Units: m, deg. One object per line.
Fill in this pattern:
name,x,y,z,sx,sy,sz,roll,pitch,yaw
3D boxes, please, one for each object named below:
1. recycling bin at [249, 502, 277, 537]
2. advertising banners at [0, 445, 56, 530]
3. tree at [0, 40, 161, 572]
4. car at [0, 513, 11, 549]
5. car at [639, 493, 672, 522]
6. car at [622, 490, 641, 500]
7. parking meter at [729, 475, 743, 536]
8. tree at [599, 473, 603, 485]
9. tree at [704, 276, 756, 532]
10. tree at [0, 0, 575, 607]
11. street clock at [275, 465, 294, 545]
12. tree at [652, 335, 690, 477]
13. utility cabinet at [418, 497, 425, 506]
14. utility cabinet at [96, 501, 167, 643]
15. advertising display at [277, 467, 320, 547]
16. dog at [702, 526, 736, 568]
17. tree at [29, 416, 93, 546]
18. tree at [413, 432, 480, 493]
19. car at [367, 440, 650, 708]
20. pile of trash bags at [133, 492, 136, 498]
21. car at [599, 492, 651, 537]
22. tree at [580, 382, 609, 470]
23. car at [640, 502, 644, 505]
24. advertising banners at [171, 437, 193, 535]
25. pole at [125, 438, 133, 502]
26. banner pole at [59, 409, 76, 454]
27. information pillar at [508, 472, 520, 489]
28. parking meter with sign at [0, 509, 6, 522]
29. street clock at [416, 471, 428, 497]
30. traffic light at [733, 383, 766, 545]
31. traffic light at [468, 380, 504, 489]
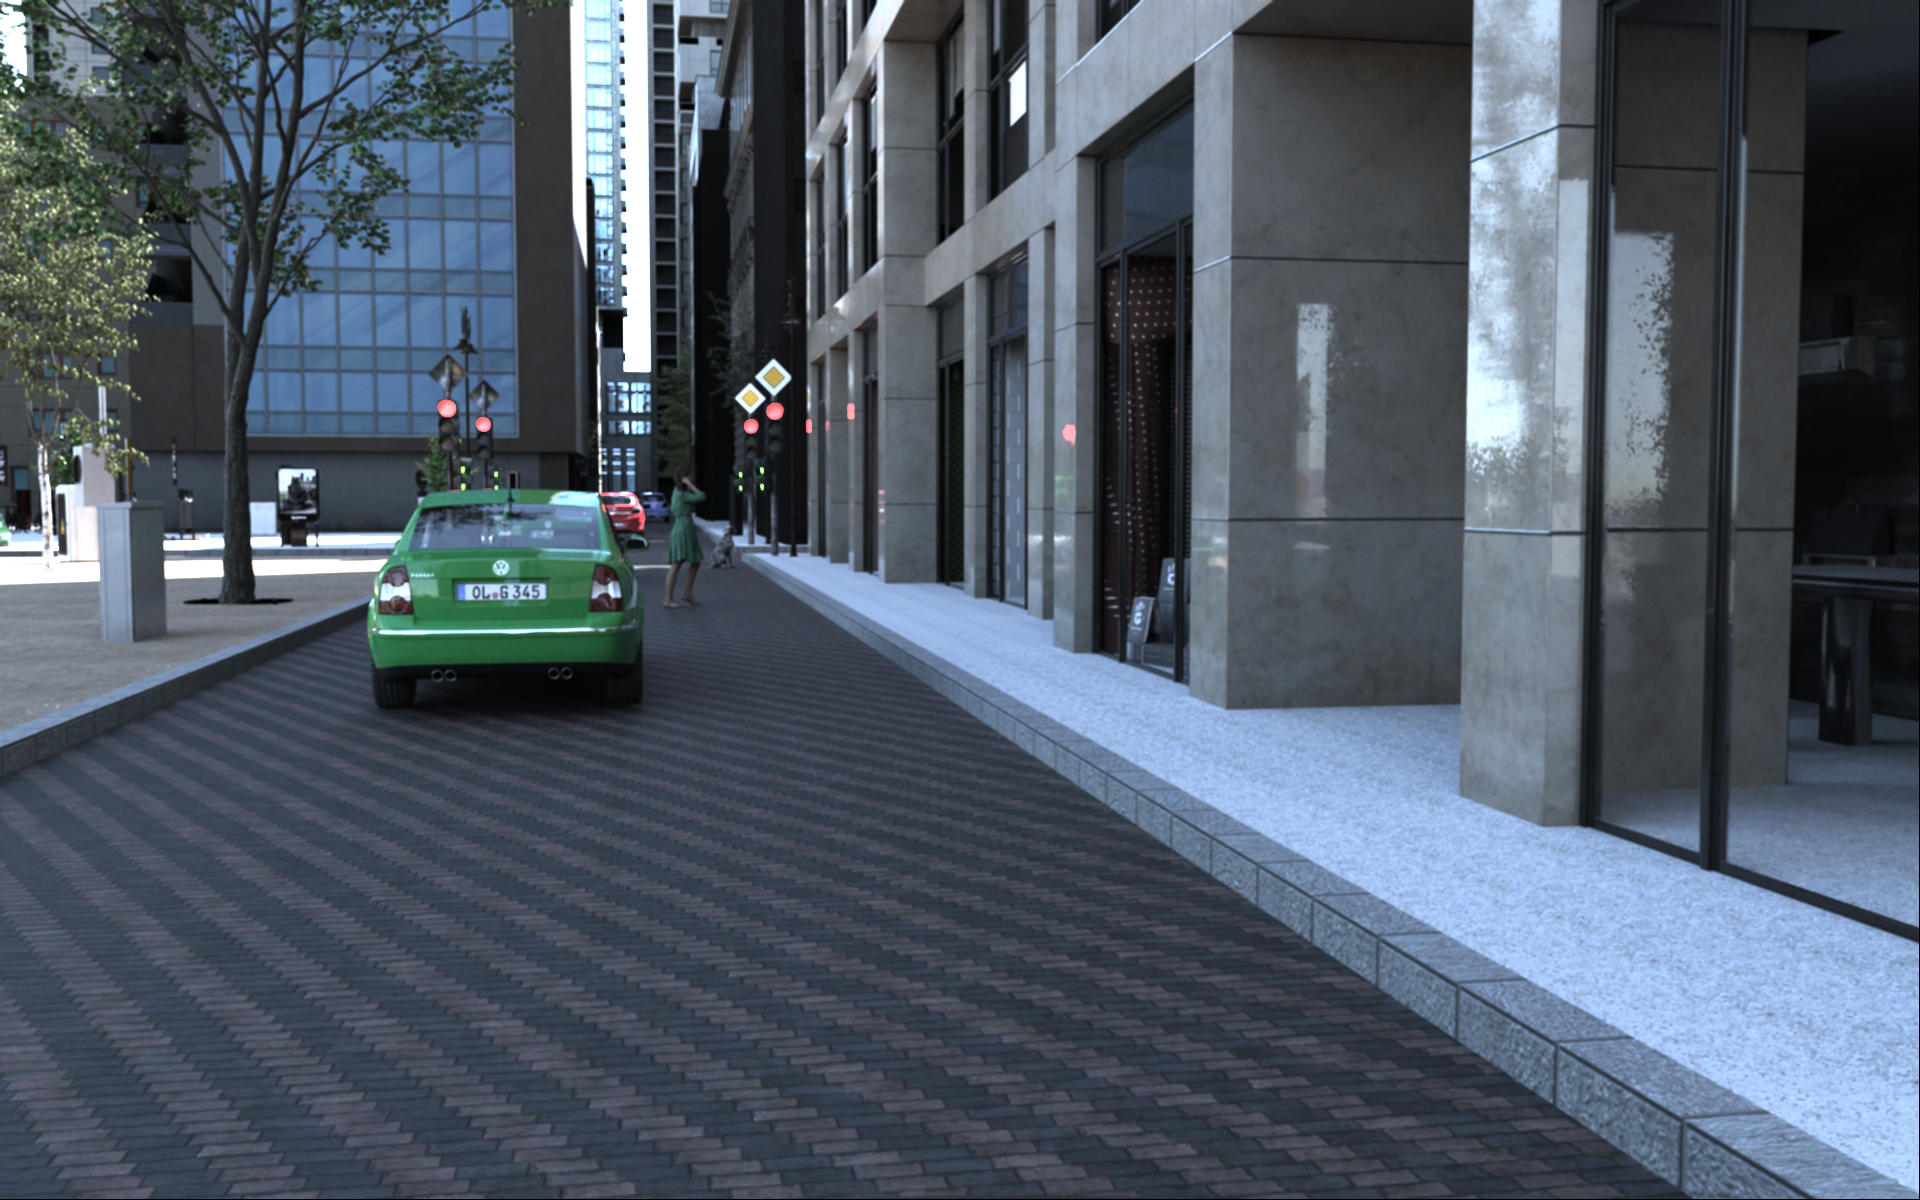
recycling bin,-21.250,-2.457,52.733,0.722,1.027,0.722,-2,4,-30
advertising banners,-33.826,-4.061,62.579,2.074,3.025,0.090,-3,5,-43
tree,-14.877,-4.745,27.943,4.737,8.622,4.395,0,3,0
car,-22.989,-1.533,36.866,4.920,1.459,2.131,-1,4,-10
car,-15.815,-4.864,89.119,1.945,1.707,3.694,-1,4,-9
car,-31.981,-9.740,167.917,2.281,1.827,5.304,-1,4,-8
parking meter,-6.925,-2.930,53.611,0.255,1.863,0.399,3,4,37
tree,-35.093,-10.911,162.107,4.285,4.588,4.351,0,3,0
tree,-6.763,-6.612,58.470,4.360,8.622,3.978,0,3,0
tree,-8.313,-5.766,20.035,9.928,11.665,9.643,0,3,0
street clock,-17.003,-2.396,43.739,0.471,2.002,0.358,1,4,19
tree,-18.225,-12.546,123.255,7.486,12.596,7.792,0,3,0
utility cabinet,-13.521,-2.032,44.385,0.306,1.237,1.020,1,4,9
utility cabinet,-7.357,-0.259,15.393,0.306,1.237,1.020,-1,4,-10
advertising display,-16.059,-2.253,42.049,0.974,1.923,0.123,0,4,0
dog,-4.727,-1.027,33.632,0.800,0.831,0.513,-1,4,-12
tree,-22.036,-2.974,43.222,1.663,3.219,1.824,0,3,0
tree,-14.066,-3.221,47.272,1.663,3.219,1.824,0,3,0
car,-3.325,-0.262,13.086,1.959,1.807,4.718,-1,4,-11
pile of trash bags,-36.493,-3.900,73.521,3.447,1.369,1.912,-3,4,-37
car,-10.795,-2.772,54.367,2.155,1.783,4.494,-1,4,-10
tree,-24.823,-9.858,111.542,4.360,8.622,3.978,0,3,0
car,-15.660,-4.162,79.845,2.131,1.459,4.920,-1,4,-11
advertising banners,-24.481,-3.566,54.495,0.090,3.025,2.074,-1,4,-8
pole,-30.492,-4.265,63.576,0.158,3.312,0.155,0,3,0
banner pole,-26.224,-3.735,51.090,0.401,3.779,0.863,1,4,14
information pillar,-14.755,-3.236,57.394,0.304,2.012,0.304,0,4,6
parking meter with sign,-29.193,-3.393,51.737,1.738,3.016,0.543,2,4,30
street clock,-16.566,-2.985,53.383,0.358,2.002,0.471,-3,5,-39
traffic light,-5.313,-3.357,43.813,0.839,4.253,0.868,-1,4,-10
traffic light,-11.667,-3.285,42.639,0.839,4.253,0.868,-1,4,-10
